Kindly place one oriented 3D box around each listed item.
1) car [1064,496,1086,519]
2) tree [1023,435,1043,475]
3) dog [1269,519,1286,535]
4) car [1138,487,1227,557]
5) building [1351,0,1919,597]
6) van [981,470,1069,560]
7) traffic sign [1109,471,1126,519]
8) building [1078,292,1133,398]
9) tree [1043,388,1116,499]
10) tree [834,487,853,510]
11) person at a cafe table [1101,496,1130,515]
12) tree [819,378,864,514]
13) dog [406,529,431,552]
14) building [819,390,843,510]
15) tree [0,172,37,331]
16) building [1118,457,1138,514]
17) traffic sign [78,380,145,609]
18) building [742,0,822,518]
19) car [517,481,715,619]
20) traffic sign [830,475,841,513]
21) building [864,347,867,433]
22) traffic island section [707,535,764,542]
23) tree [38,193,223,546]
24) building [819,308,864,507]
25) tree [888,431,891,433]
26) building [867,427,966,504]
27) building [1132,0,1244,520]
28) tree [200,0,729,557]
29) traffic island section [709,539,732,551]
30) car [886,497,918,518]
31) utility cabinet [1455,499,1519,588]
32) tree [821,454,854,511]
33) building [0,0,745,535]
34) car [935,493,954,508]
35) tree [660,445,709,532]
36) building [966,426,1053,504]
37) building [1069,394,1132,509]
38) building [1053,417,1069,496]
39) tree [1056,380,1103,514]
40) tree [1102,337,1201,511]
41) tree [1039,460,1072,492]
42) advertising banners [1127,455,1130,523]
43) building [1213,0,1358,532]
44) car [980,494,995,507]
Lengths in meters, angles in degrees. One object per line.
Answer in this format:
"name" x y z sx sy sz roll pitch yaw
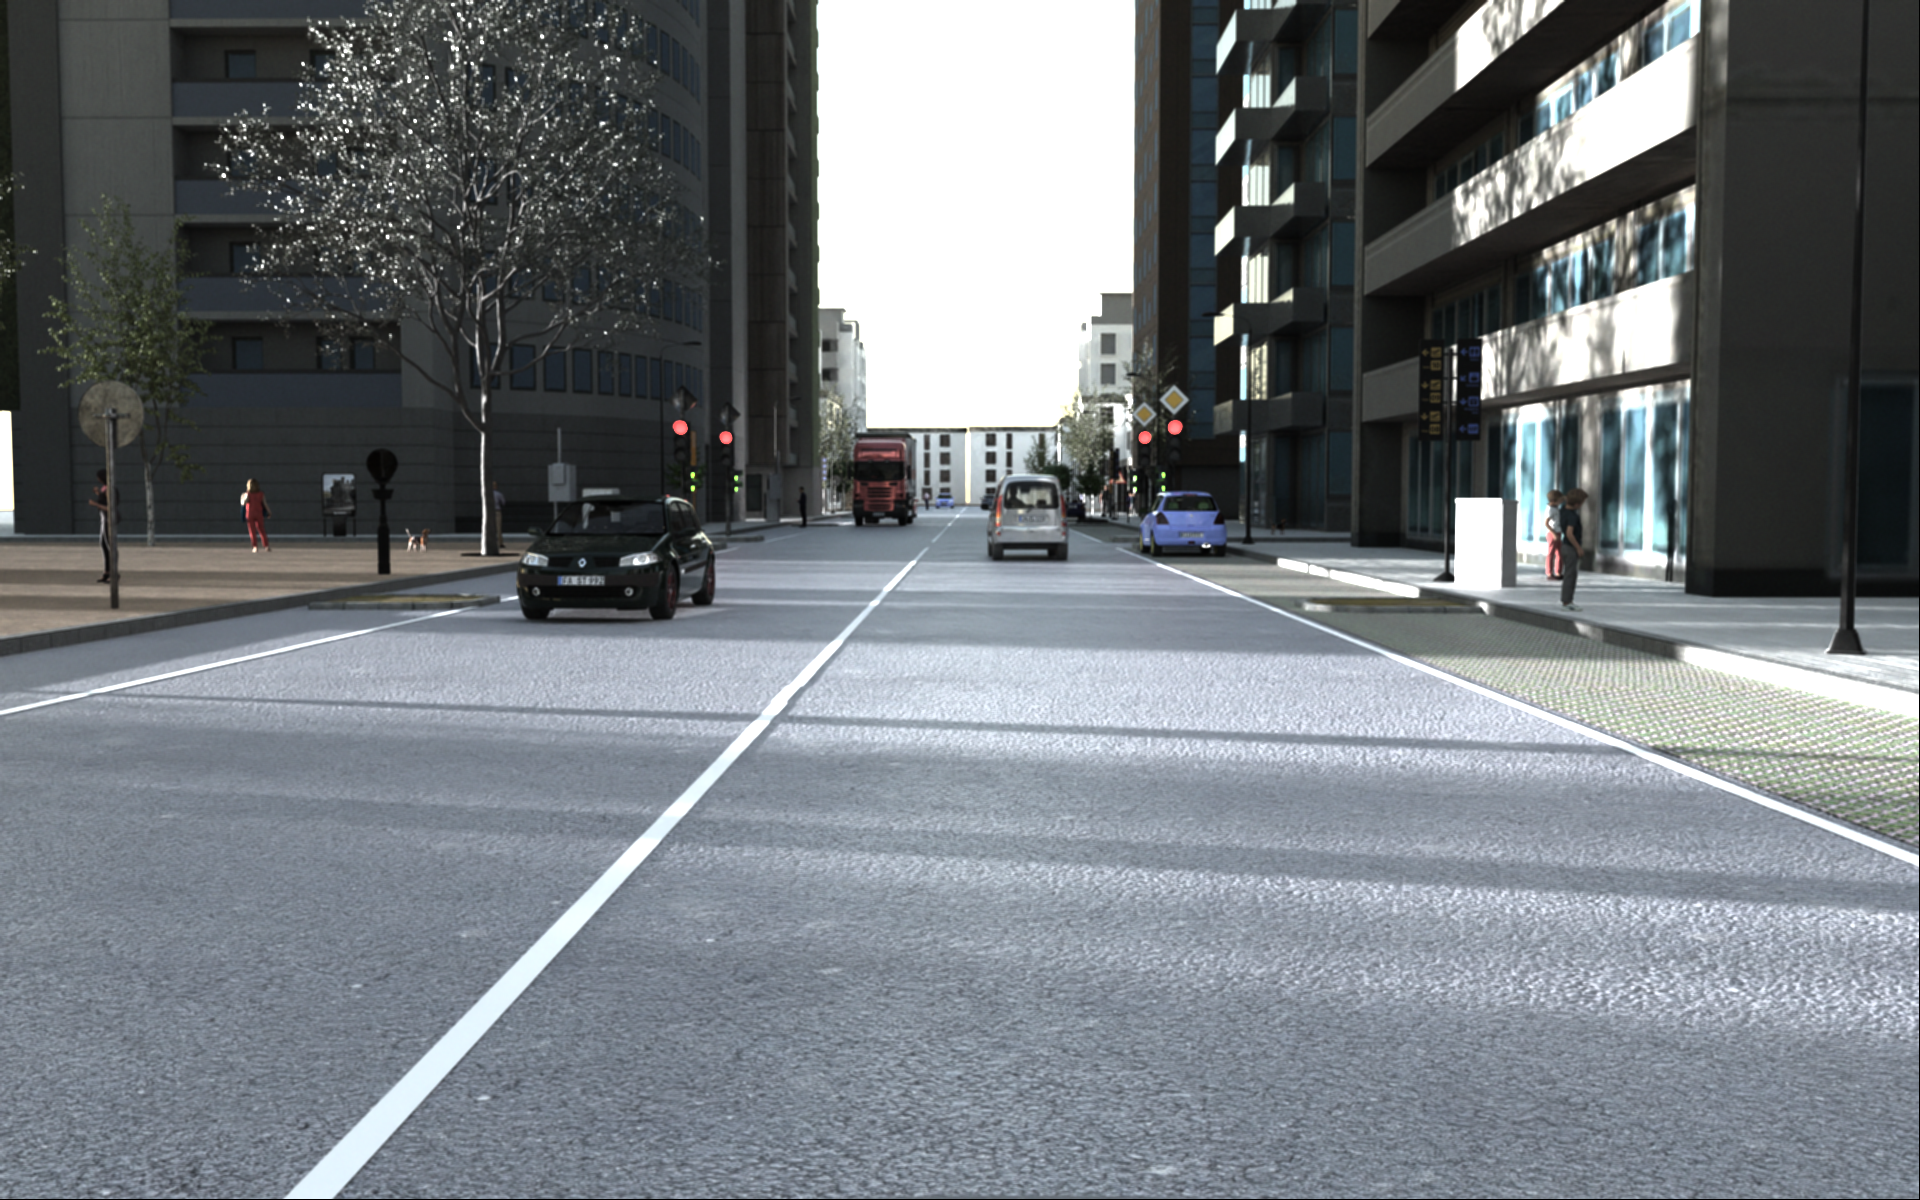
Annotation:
"car" 5.808 -4.919 93.006 1.945 1.354 3.894 0 4 1
"tree" 9.395 -15.594 205.322 4.737 8.622 4.395 0 3 0
"dog" 9.997 -2.301 54.458 0.406 0.507 0.540 2 4 26
"car" 5.190 -1.897 40.610 1.945 1.707 3.694 0 4 0
"building" 20.120 -24.875 30.406 21.300 48.544 21.600 0 4 1
"van" 1.488 -1.950 38.889 2.013 2.044 4.112 0 4 -1
"traffic sign" 7.909 -5.317 86.939 0.884 2.594 0.081 0 4 4
"building" 19.567 -19.061 168.072 16.016 20.091 11.380 0 4 1
"tree" 8.705 -10.447 121.177 4.737 8.622 4.395 0 3 0
"tree" -9.232 -8.828 138.939 1.663 3.219 1.824 0 3 0
"person at a cafe table" 9.356 -5.873 104.539 1.622 1.524 1.698 1 4 13
"tree" -8.789 -9.711 109.129 4.360 8.622 3.978 0 3 0
"dog" -12.060 -1.331 38.598 0.540 0.507 0.406 -1 4 -15
"building" -14.954 -12.941 153.732 9.099 9.664 28.070 0 4 1
"tree" -20.081 -5.070 33.256 4.360 8.622 3.978 0 3 0
"building" 21.660 -41.412 115.338 20.563 71.187 20.611 0 4 1
"traffic sign" -9.472 -1.176 19.334 0.768 2.556 0.104 0 4 4
"building" -15.459 -25.249 96.416 14.154 41.232 14.086 0 4 1
"car" -4.106 -0.691 21.082 2.009 1.686 4.222 0 4 2
"traffic sign" -8.346 -7.083 115.912 0.768 2.556 0.104 1 4 9
"building" -16.335 -20.664 194.268 11.380 20.091 16.016 0 4 1
"traffic island section" -7.072 -1.862 52.717 2.009 0.180 2.903 0 4 1
"tree" -20.002 -5.627 42.359 4.737 8.622 4.395 0 3 0
"building" -18.292 -19.404 173.669 16.016 20.091 11.380 0 4 1
"tree" -7.588 -15.427 202.598 4.737 8.622 4.395 0 3 0
"building" -13.113 -16.917 218.738 28.070 9.664 9.099 0 4 1
"building" 16.657 -26.955 90.822 14.600 45.320 14.200 0 4 1
"tree" -9.870 -7.652 35.487 12.009 13.543 11.850 0 3 0
"traffic island section" -7.158 -1.373 44.732 2.009 0.180 2.903 0 4 1
"car" -3.597 -5.943 106.201 2.155 1.783 4.494 0 4 1
"utility cabinet" 7.352 -0.797 24.193 0.306 1.237 1.020 -1 4 -20
"tree" -9.208 -9.228 134.590 4.285 4.588 4.351 0 3 0
"building" -20.858 -32.101 66.850 21.231 58.520 28.212 0 4 1
"car" -1.515 -10.069 174.217 1.945 1.707 3.694 0 4 2
"tree" -9.353 -3.931 58.878 1.663 3.219 1.824 0 3 0
"building" 15.106 -16.901 218.481 28.070 9.664 9.099 0 4 1
"building" 14.880 -12.610 148.315 9.099 9.664 28.070 0 4 1
"building" 15.555 -15.044 188.124 9.099 9.664 28.070 0 4 1
"tree" 8.231 -9.733 109.502 4.360 8.622 3.978 0 3 0
"tree" 9.285 -8.075 82.387 4.360 8.622 3.978 0 3 0
"tree" 9.247 -11.339 169.098 4.285 4.588 4.351 0 3 0
"advertising banners" 7.534 -4.963 77.325 0.090 3.025 2.074 0 4 7
"building" 25.160 -27.315 66.206 30.456 49.044 23.786 0 4 1
"car" 3.049 -10.037 176.099 2.014 1.417 4.499 0 4 0
